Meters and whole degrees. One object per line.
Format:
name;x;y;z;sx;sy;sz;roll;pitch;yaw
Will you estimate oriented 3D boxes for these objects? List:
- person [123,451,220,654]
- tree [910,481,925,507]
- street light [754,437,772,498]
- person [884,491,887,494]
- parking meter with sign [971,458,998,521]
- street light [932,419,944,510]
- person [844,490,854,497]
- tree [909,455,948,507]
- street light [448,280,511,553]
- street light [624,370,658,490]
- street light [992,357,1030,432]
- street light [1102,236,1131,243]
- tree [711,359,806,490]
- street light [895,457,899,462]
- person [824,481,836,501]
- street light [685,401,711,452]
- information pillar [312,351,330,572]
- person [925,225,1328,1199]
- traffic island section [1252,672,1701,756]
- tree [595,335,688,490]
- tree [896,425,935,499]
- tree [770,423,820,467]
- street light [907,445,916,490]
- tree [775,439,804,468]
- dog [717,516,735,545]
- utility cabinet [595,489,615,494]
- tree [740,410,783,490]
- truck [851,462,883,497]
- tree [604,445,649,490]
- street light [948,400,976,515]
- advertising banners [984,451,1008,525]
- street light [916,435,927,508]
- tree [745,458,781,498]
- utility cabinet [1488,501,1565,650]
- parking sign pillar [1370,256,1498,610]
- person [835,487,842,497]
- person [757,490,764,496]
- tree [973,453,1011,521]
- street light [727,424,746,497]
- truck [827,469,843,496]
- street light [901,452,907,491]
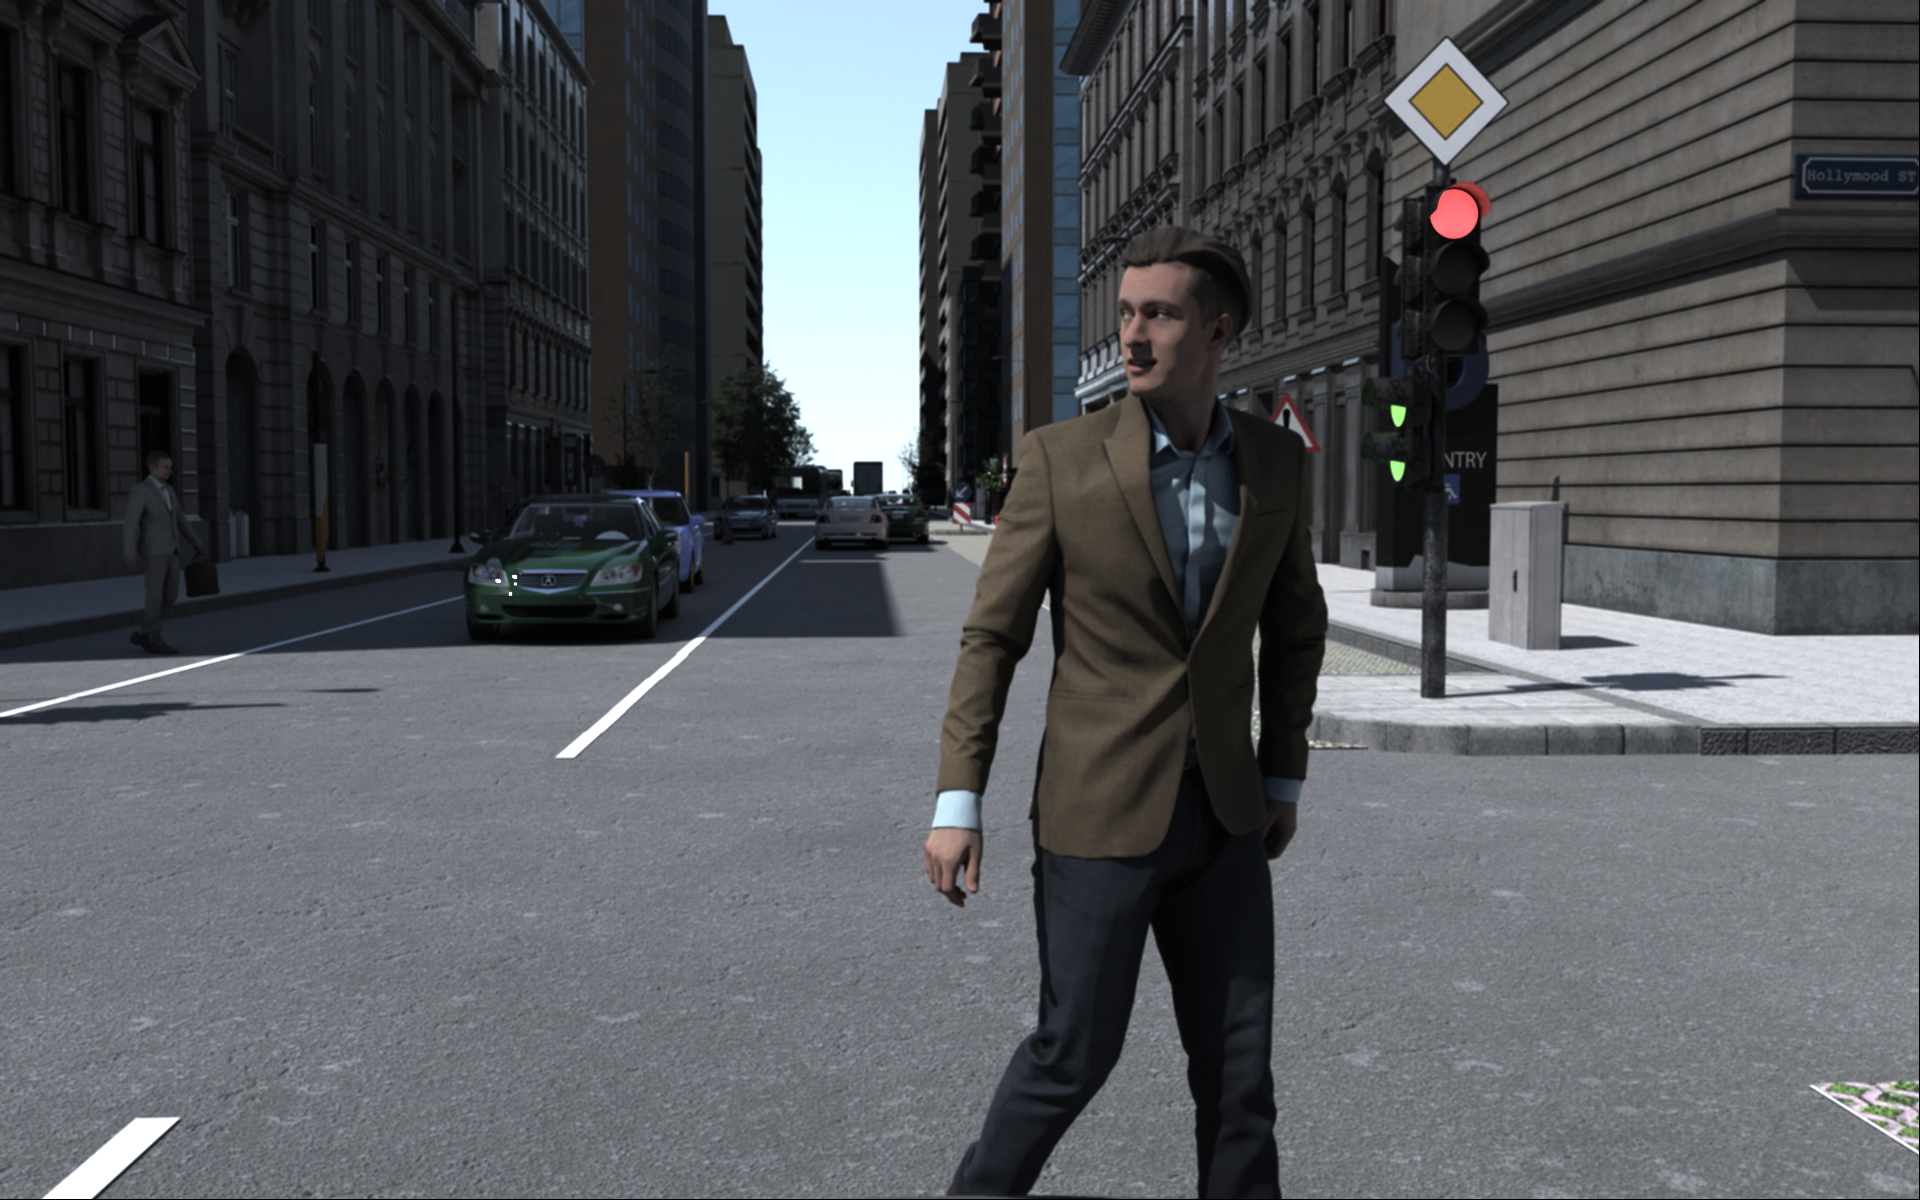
person;-7.163;-0.424;15.550;0.853;1.813;0.709;1;4;10
tree;-4.082;-10.914;173.045;1.663;3.219;1.824;0;3;0
street light;-16.307;-10.373;142.139;1.470;5.913;1.316;0;4;-3
person;-8.999;-12.461;212.108;0.599;1.838;0.709;1;4;21
parking meter with sign;1.140;-5.374;84.132;0.543;3.016;1.738;-2;4;-33
street light;-0.959;-8.254;107.501;1.470;5.913;1.316;0;4;-3
person;-8.190;-7.238;127.557;1.217;1.743;0.721;-1;4;-10
tree;-2.705;-10.022;147.571;4.285;4.588;4.351;0;3;0
street light;-10.440;-3.984;37.675;1.470;5.913;1.316;0;4;-3
street light;-11.986;-5.645;64.832;1.470;5.913;1.316;0;4;-3
street light;1.789;-5.274;58.766;1.470;5.913;1.316;0;4;-3
street light;3.244;-3.597;31.353;1.470;5.913;1.316;0;4;-3
tree;-19.311;-15.635;162.289;9.857;13.997;8.962;0;3;0
street light;-7.066;-15.002;217.815;1.470;5.913;1.316;0;4;-3
person;-3.881;-2.678;52.386;0.778;1.811;0.616;1;4;20
street light;-13.113;-6.968;86.468;1.470;5.913;1.316;0;4;-3
information pillar;-10.574;-2.281;28.642;0.183;3.616;0.504;0;4;-6
person;0.266;0.344;2.781;0.836;1.842;0.656;3;5;41
traffic island section;3.005;0.694;10.927;2.009;0.180;2.903;0;4;-3
tree;-14.294;-7.881;79.222;4.360;8.622;3.978;0;3;0
tree;-4.333;-14.056;180.173;4.360;8.622;3.978;0;3;0
tree;-23.241;-19.051;237.232;9.928;11.665;9.643;0;3;0
street light;-4.018;-11.610;162.361;1.470;5.913;1.316;0;4;-3
tree;-20.444;-15.370;201.657;4.737;8.622;4.395;0;3;0
dog;-6.609;-1.952;48.760;0.513;0.831;0.800;0;4;-6
utility cabinet;-14.731;-3.868;71.919;0.318;1.500;1.173;1;4;18
tree;-17.493;-12.291;151.318;4.360;8.622;3.978;0;3;0
truck;-8.272;-10.142;154.731;2.839;4.237;11.283;0;4;-4
tree;-13.048;-4.538;68.796;1.663;3.219;1.824;0;3;0
street light;0.198;-6.935;85.920;1.470;5.913;1.316;0;4;-3
advertising banners;1.517;-4.624;71.792;0.090;3.025;2.074;-2;4;-26
street light;-2.455;-9.949;135.206;1.470;5.913;1.316;0;4;-3
tree;-17.694;-10.544;156.104;4.285;4.588;4.351;0;3;0
utility cabinet;4.786;-0.217;14.702;0.306;1.237;1.020;0;4;-1
parking sign pillar;5.454;-1.915;19.782;1.447;3.967;1.447;-1;4;-14
person;-6.860;-5.461;97.650;0.599;1.838;0.709;2;4;31
person;-10.333;-4.880;89.762;0.593;1.643;0.415;2;4;24
tree;1.662;-5.320;81.583;1.663;3.219;1.824;0;3;0
street light;-14.854;-8.701;114.801;1.470;5.913;1.316;0;4;-3
truck;-14.758;-12.821;198.544;2.839;4.237;11.283;0;4;-3
street light;-5.566;-13.332;190.517;1.470;5.913;1.316;0;4;-3
